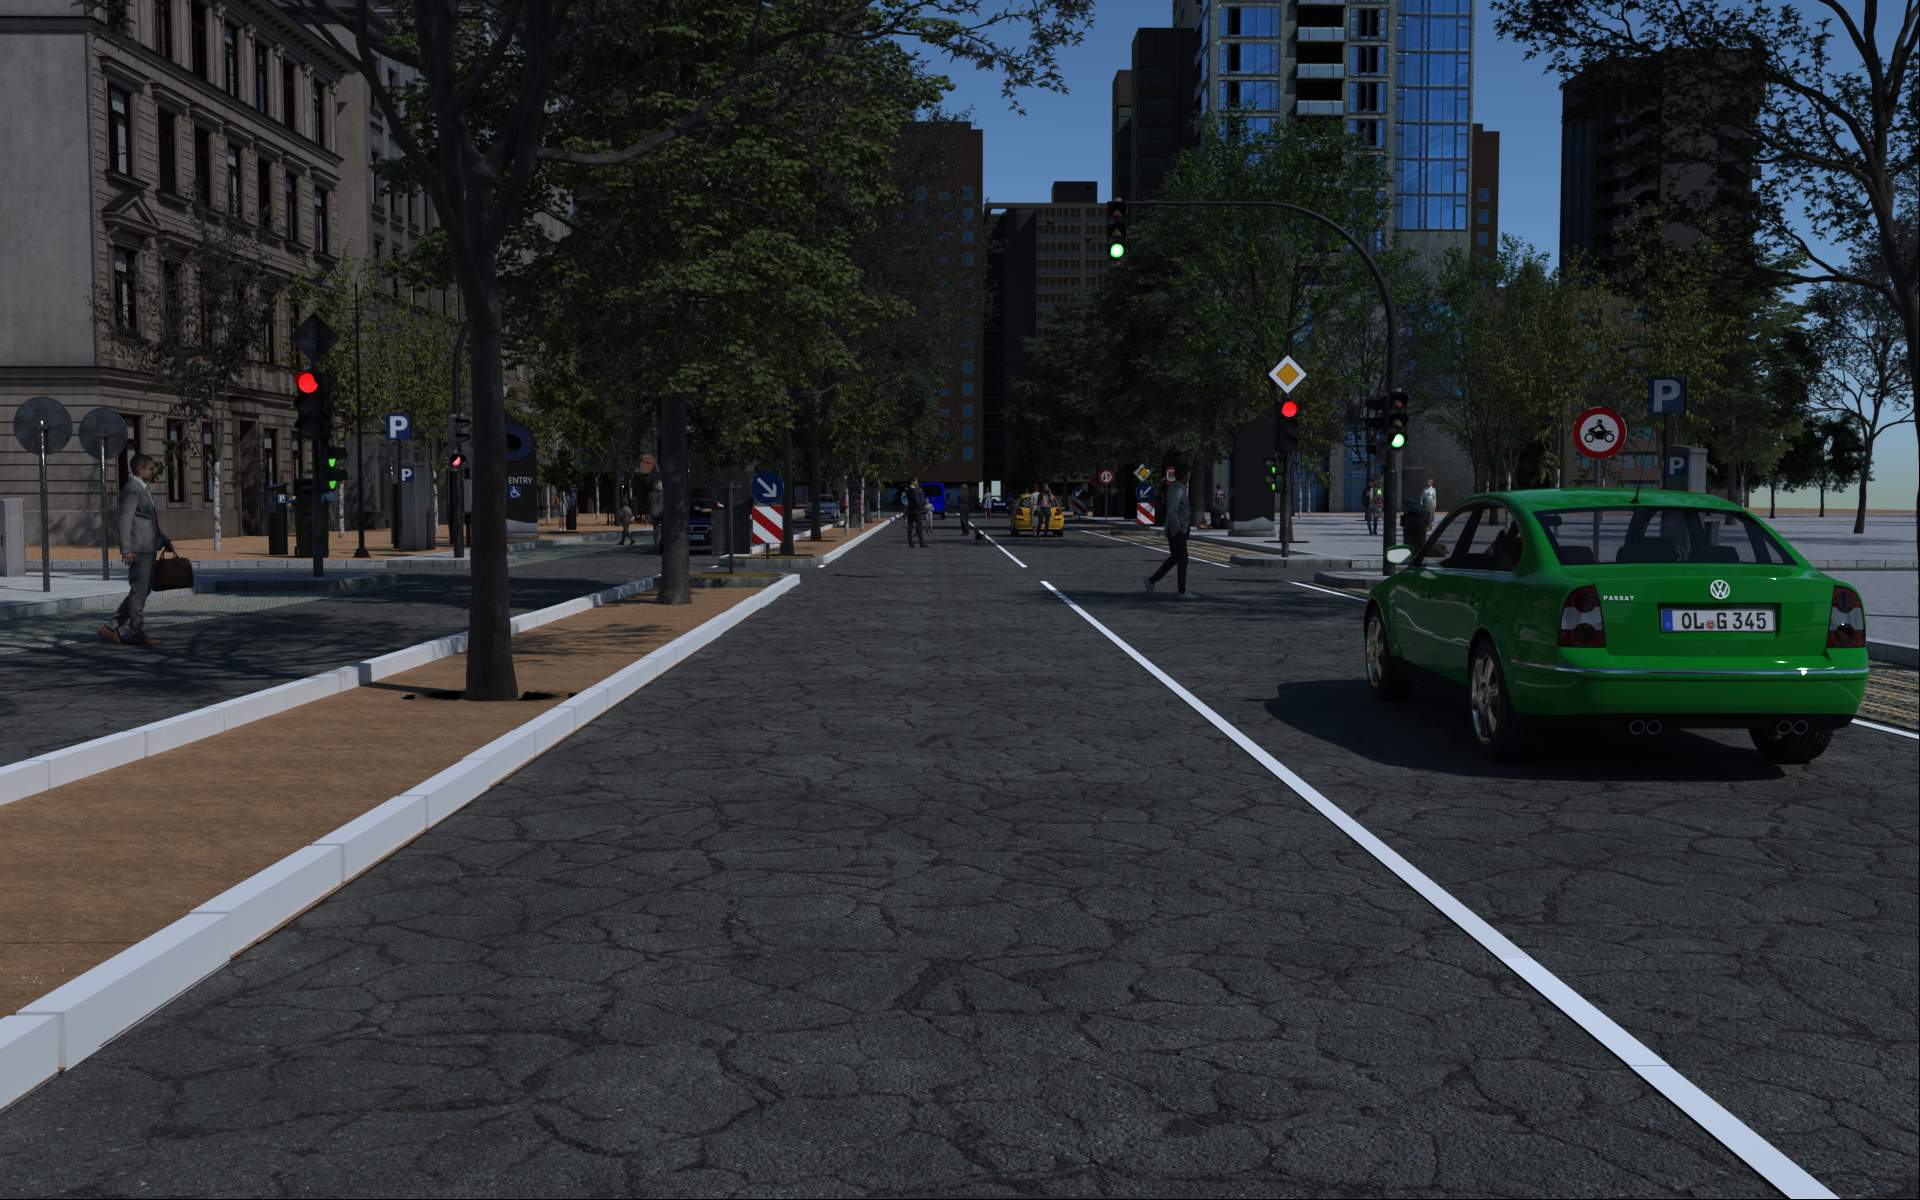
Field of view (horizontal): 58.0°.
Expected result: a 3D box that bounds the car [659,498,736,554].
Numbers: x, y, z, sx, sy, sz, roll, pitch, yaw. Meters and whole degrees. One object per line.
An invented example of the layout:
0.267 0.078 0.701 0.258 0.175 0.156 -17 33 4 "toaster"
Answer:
-6.288 -1.819 42.323 1.945 1.354 3.894 0 4 -1 "car"

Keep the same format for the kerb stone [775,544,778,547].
-5.031 -1.474 46.297 0.120 0.150 1.000 0 4 -1 "kerb stone"

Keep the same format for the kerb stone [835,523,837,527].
-5.452 -3.166 73.984 0.120 0.150 1.000 0 4 -1 "kerb stone"

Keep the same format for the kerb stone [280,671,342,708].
-4.510 0.630 11.936 0.120 0.150 1.000 0 4 -1 "kerb stone"

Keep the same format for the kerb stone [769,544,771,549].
-5.003 -1.349 44.246 0.120 0.150 1.000 0 4 -1 "kerb stone"

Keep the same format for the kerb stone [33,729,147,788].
-4.458 0.816 8.854 0.120 0.150 1.000 0 4 -1 "kerb stone"

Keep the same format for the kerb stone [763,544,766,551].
-4.985 -1.286 43.221 0.120 0.150 1.000 0 4 -1 "kerb stone"

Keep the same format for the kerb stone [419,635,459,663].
-4.559 0.440 15.001 0.120 0.150 1.000 0 4 -1 "kerb stone"

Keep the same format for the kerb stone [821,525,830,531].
-5.376 -2.849 68.861 0.120 0.150 1.000 0 4 -1 "kerb stone"

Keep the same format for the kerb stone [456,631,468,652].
-4.566 0.383 16.025 0.120 0.150 1.000 0 4 -1 "kerb stone"

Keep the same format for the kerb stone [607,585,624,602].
-4.681 -0.060 23.189 0.120 0.150 1.000 0 4 -1 "kerb stone"

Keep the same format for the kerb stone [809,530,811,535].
-5.221 -2.228 58.624 0.120 0.150 1.000 0 4 -1 "kerb stone"

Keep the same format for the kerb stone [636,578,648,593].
-4.719 -0.186 25.235 0.120 0.150 1.000 0 4 -1 "kerb stone"

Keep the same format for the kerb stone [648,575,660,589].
-4.725 -0.249 26.267 0.120 0.150 1.000 0 4 -1 "kerb stone"

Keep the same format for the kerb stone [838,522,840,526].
-5.488 -3.294 76.046 0.120 0.150 1.000 0 4 -1 "kerb stone"

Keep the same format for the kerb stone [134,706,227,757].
-4.465 0.753 9.879 0.120 0.150 1.000 0 4 -1 "kerb stone"

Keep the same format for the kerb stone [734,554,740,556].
-4.884 -0.907 37.071 0.120 0.150 1.000 0 4 -1 "kerb stone"

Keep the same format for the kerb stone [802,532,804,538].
-5.174 -2.038 55.550 0.120 0.150 1.000 0 4 -1 "kerb stone"

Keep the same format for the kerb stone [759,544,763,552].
-4.968 -1.223 42.193 0.120 0.150 1.000 0 4 -1 "kerb stone"

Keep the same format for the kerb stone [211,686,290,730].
-4.489 0.690 10.914 0.120 0.150 1.000 0 4 -1 "kerb stone"

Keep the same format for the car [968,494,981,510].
0.860 -8.694 154.154 2.014 1.417 4.499 0 4 0 "car"

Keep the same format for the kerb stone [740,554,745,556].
-4.905 -0.972 38.095 0.120 0.150 1.000 0 4 -1 "kerb stone"

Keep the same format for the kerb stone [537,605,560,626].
-4.610 0.195 19.094 0.120 0.150 1.000 0 4 -1 "kerb stone"

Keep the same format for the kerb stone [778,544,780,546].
-5.038 -1.536 47.319 0.120 0.150 1.000 0 4 -1 "kerb stone"

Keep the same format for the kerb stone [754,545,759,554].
-4.952 -1.161 41.171 0.120 0.150 1.000 0 4 -1 "kerb stone"

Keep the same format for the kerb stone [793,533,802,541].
-5.158 -1.977 54.527 0.120 0.150 1.000 0 4 -1 "kerb stone"

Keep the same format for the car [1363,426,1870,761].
3.734 -0.114 10.663 1.959 1.807 4.718 0 4 1 "car"

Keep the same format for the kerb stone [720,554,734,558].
-4.877 -0.842 36.042 0.120 0.150 1.000 0 4 -1 "kerb stone"

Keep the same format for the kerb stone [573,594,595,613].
-4.645 0.064 21.145 0.120 0.150 1.000 0 4 -1 "kerb stone"

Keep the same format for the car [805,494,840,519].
-7.966 -5.406 100.392 2.014 1.417 4.499 0 4 1 "car"

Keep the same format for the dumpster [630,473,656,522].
-14.619 -4.818 81.270 1.502 2.255 1.985 0 4 -1 "dumpster"

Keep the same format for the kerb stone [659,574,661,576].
-4.733 -0.312 27.296 0.120 0.150 1.000 0 4 -1 "kerb stone"

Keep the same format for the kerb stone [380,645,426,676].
-4.536 0.505 13.979 0.120 0.150 1.000 0 4 -1 "kerb stone"

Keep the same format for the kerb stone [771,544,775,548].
-5.013 -1.410 45.275 0.120 0.150 1.000 0 4 -1 "kerb stone"

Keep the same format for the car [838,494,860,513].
-8.225 -7.519 131.973 2.155 1.783 4.494 0 4 -3 "car"

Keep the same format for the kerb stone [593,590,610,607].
-4.667 0.002 22.167 0.120 0.150 1.000 0 4 -1 "kerb stone"

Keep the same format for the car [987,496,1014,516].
2.635 -6.309 115.740 1.945 1.354 3.894 0 4 1 "car"

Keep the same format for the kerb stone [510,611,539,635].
-4.596 0.252 18.070 0.120 0.150 1.000 0 4 -1 "kerb stone"

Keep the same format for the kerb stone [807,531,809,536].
-5.202 -2.165 57.598 0.120 0.150 1.000 0 4 -1 "kerb stone"

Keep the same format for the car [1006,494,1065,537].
2.606 -2.994 59.177 2.015 1.641 3.980 0 4 0 "car"

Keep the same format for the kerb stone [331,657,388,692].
-4.515 0.565 12.957 0.120 0.150 1.000 0 4 -1 "kerb stone"

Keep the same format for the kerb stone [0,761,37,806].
-4.440 0.878 7.832 0.120 0.150 1.000 0 4 -1 "kerb stone"

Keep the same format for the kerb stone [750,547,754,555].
-4.939 -1.098 40.146 0.120 0.150 1.000 0 4 -1 "kerb stone"

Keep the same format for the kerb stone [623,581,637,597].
-4.691 -0.123 24.210 0.120 0.150 1.000 0 4 -1 "kerb stone"

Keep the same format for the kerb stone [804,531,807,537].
-5.187 -2.101 56.572 0.120 0.150 1.000 0 4 -1 "kerb stone"

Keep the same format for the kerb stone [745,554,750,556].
-4.921 -1.034 39.121 0.120 0.150 1.000 0 4 -1 "kerb stone"

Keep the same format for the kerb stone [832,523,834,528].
-5.424 -3.042 71.940 0.120 0.150 1.000 0 4 -1 "kerb stone"

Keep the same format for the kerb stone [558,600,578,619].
-4.630 0.133 20.123 0.120 0.150 1.000 0 4 -1 "kerb stone"
